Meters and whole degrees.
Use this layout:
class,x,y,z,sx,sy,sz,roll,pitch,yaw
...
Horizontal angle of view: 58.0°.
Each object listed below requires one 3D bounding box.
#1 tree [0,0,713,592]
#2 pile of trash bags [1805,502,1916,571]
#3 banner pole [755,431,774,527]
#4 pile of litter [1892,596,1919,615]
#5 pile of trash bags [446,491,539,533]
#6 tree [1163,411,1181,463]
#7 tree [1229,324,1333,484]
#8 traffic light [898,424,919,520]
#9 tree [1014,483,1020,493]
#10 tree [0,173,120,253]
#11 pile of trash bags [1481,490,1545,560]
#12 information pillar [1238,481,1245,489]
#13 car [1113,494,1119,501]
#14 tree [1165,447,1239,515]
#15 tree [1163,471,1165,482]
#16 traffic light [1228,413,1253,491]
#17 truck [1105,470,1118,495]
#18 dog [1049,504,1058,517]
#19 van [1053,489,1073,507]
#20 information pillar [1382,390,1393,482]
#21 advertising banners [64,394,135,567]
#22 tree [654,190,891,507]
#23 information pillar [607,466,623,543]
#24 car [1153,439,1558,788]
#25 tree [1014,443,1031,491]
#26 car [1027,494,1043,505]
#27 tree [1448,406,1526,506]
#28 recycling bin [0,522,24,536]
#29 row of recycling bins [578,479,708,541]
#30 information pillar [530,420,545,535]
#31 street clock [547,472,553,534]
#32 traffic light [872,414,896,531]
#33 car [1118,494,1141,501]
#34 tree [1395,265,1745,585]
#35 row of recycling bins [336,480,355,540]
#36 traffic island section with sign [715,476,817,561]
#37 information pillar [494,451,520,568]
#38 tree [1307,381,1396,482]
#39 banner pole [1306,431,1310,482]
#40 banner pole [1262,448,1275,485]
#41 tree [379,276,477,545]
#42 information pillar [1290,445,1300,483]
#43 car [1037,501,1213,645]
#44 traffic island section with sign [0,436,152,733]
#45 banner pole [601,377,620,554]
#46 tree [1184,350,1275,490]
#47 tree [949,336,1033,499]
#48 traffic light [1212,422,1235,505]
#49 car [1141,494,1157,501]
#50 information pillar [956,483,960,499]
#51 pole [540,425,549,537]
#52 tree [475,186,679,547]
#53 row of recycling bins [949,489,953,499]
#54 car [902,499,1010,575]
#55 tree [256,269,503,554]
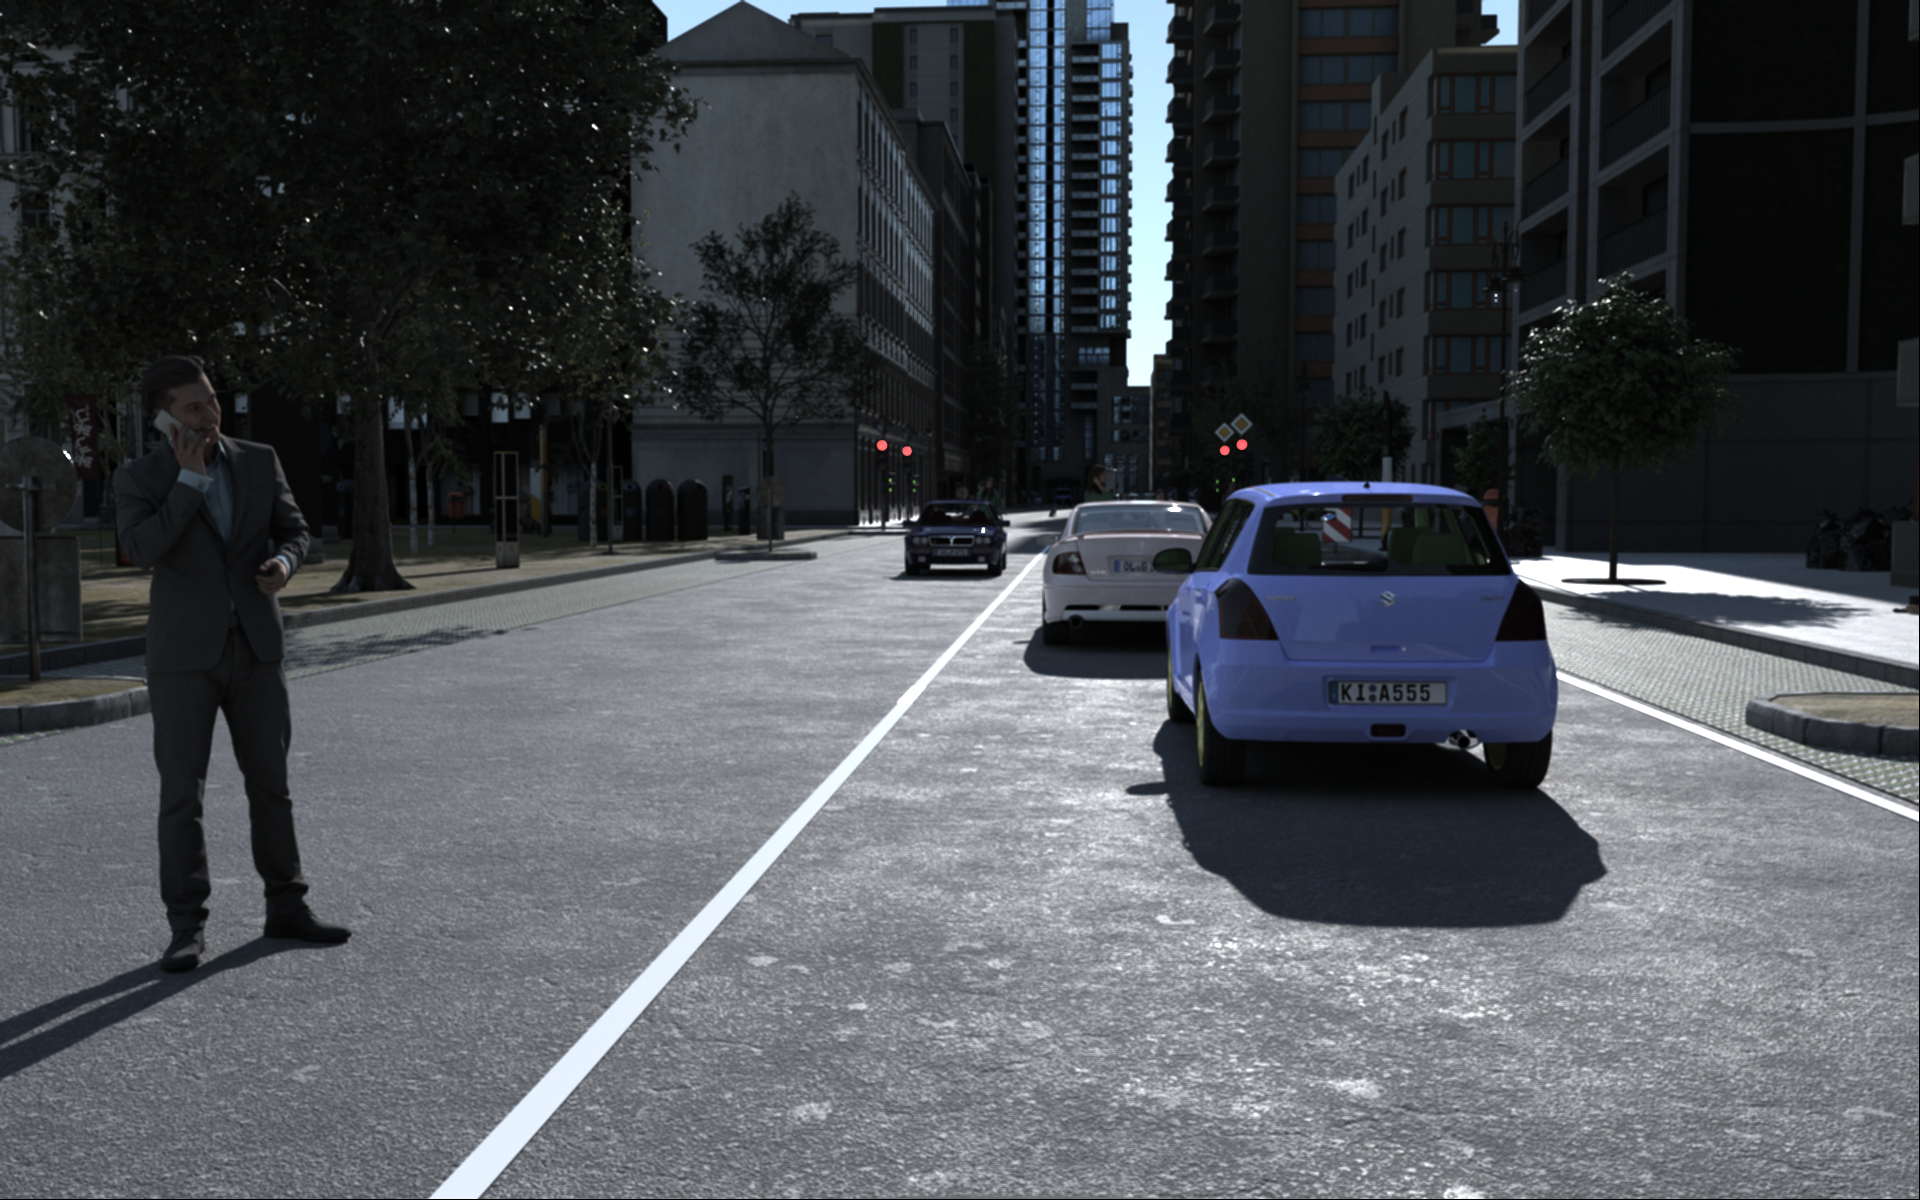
class,x,y,z,sx,sy,sz,roll,pitch,yaw
tree,-8.000,-6.480,22.955,9.611,12.733,9.660,0,3,0
pile of trash bags,16.306,-1.193,29.264,3.447,1.369,1.912,1,4,9
banner pole,-7.735,-4.802,68.530,0.863,3.779,0.401,-2,4,-31
pile of litter,10.926,-0.270,18.378,1.719,0.858,1.176,3,5,42
pile of trash bags,-15.202,-2.890,57.012,3.447,1.369,1.912,0,4,2
tree,19.377,-12.235,150.403,4.360,8.622,3.978,0,3,0
tree,13.697,-7.633,75.155,4.360,8.622,3.978,0,3,0
traffic light,-2.052,-4.885,68.788,0.839,4.253,0.868,0,4,4
tree,5.842,-12.455,198.235,1.663,3.219,1.824,0,3,0
tree,-17.460,-5.212,35.578,4.737,8.622,4.395,0,3,0
pile of trash bags,10.942,-1.568,35.383,1.912,1.369,3.447,1,4,17
information pillar,16.231,-5.826,99.750,0.304,2.012,0.304,2,4,25
car,12.210,-7.790,139.366,2.014,1.417,4.499,0,4,6
tree,16.141,-7.668,109.083,4.285,4.588,4.351,0,3,0
tree,18.765,-9.901,145.600,4.285,4.588,4.351,0,3,0
traffic light,9.695,-4.339,59.871,0.839,4.253,0.868,0,4,4
truck,17.273,-13.193,204.615,2.839,4.237,11.283,0,4,5
dog,5.744,-5.629,108.870,0.800,0.831,0.513,0,4,7
van,11.574,-11.619,194.351,2.240,2.365,5.245,0,4,4
information pillar,9.592,-2.909,38.914,0.183,3.616,0.504,0,4,-2
advertising banners,-14.751,-2.117,30.794,2.074,3.025,0.090,-3,4,-38
tree,-5.597,-7.223,52.505,7.601,10.594,8.767,-2,4,-24
information pillar,-9.106,-2.523,45.747,0.304,2.012,0.304,-2,4,-35
car,2.083,-0.011,9.776,1.945,1.707,3.694,0,4,3
tree,5.672,-14.739,191.347,4.360,8.622,3.978,0,3,0
car,9.022,-12.179,208.720,1.945,1.707,3.694,0,4,4
tree,11.664,-2.673,38.302,1.663,3.219,1.824,0,3,0
recycling bin,-20.967,-1.573,38.276,0.722,1.027,0.722,0,4,-4
row of recycling bins,-8.751,-2.488,47.797,3.534,1.692,1.069,-1,4,-20
information pillar,-13.285,-3.869,54.611,0.504,3.616,0.183,0,4,-6
street clock,-13.225,-3.123,55.631,0.358,2.002,0.471,-1,4,-17
traffic light,-2.679,-4.398,60.827,0.839,4.253,0.868,0,4,4
car,10.518,-5.950,107.505,2.015,1.641,3.980,0,4,4
tree,9.405,-2.528,25.045,4.285,4.588,4.351,0,3,0
row of recycling bins,-17.621,-2.576,49.232,1.069,1.692,3.534,1,4,16
traffic island section with sign,-4.197,-1.797,38.009,1.989,1.847,2.006,0,4,4
information pillar,-7.863,-1.564,30.058,0.304,2.012,0.304,-3,5,-43
tree,11.667,-4.086,50.514,4.285,4.588,4.351,0,3,0
banner pole,13.685,-4.782,68.195,0.401,3.779,0.863,1,4,12
banner pole,16.650,-6.310,93.182,0.863,3.779,0.401,0,4,-1
tree,-13.263,-5.656,42.842,4.360,8.622,3.978,0,3,0
information pillar,15.773,-5.517,81.549,0.504,3.616,0.183,1,4,22
car,1.810,-0.332,17.792,2.083,1.381,4.827,0,4,4
traffic island section with sign,-6.313,-0.153,11.137,1.989,1.847,2.006,0,4,4
banner pole,-7.525,-2.891,37.287,0.401,3.779,0.863,0,4,-6
tree,13.778,-8.418,88.004,4.737,8.622,4.395,0,3,0
tree,0.627,-14.183,138.550,9.857,13.997,8.962,0,3,0
traffic light,10.323,-4.826,67.832,0.839,4.253,0.868,0,4,4
car,17.152,-9.057,156.876,1.959,1.807,4.718,0,4,3
information pillar,-0.135,-6.585,112.159,0.304,2.012,0.304,0,4,-2
pole,-12.299,-3.509,51.210,0.158,3.312,0.155,0,3,0
tree,-8.816,-5.587,41.705,4.360,8.622,3.978,0,3,0
row of recycling bins,-2.319,-7.677,132.623,3.534,1.692,1.069,0,4,-3
car,-0.041,-1.174,31.777,1.945,1.354,3.894,0,4,3
tree,-11.512,-5.299,37.005,4.737,8.622,4.395,0,3,0
